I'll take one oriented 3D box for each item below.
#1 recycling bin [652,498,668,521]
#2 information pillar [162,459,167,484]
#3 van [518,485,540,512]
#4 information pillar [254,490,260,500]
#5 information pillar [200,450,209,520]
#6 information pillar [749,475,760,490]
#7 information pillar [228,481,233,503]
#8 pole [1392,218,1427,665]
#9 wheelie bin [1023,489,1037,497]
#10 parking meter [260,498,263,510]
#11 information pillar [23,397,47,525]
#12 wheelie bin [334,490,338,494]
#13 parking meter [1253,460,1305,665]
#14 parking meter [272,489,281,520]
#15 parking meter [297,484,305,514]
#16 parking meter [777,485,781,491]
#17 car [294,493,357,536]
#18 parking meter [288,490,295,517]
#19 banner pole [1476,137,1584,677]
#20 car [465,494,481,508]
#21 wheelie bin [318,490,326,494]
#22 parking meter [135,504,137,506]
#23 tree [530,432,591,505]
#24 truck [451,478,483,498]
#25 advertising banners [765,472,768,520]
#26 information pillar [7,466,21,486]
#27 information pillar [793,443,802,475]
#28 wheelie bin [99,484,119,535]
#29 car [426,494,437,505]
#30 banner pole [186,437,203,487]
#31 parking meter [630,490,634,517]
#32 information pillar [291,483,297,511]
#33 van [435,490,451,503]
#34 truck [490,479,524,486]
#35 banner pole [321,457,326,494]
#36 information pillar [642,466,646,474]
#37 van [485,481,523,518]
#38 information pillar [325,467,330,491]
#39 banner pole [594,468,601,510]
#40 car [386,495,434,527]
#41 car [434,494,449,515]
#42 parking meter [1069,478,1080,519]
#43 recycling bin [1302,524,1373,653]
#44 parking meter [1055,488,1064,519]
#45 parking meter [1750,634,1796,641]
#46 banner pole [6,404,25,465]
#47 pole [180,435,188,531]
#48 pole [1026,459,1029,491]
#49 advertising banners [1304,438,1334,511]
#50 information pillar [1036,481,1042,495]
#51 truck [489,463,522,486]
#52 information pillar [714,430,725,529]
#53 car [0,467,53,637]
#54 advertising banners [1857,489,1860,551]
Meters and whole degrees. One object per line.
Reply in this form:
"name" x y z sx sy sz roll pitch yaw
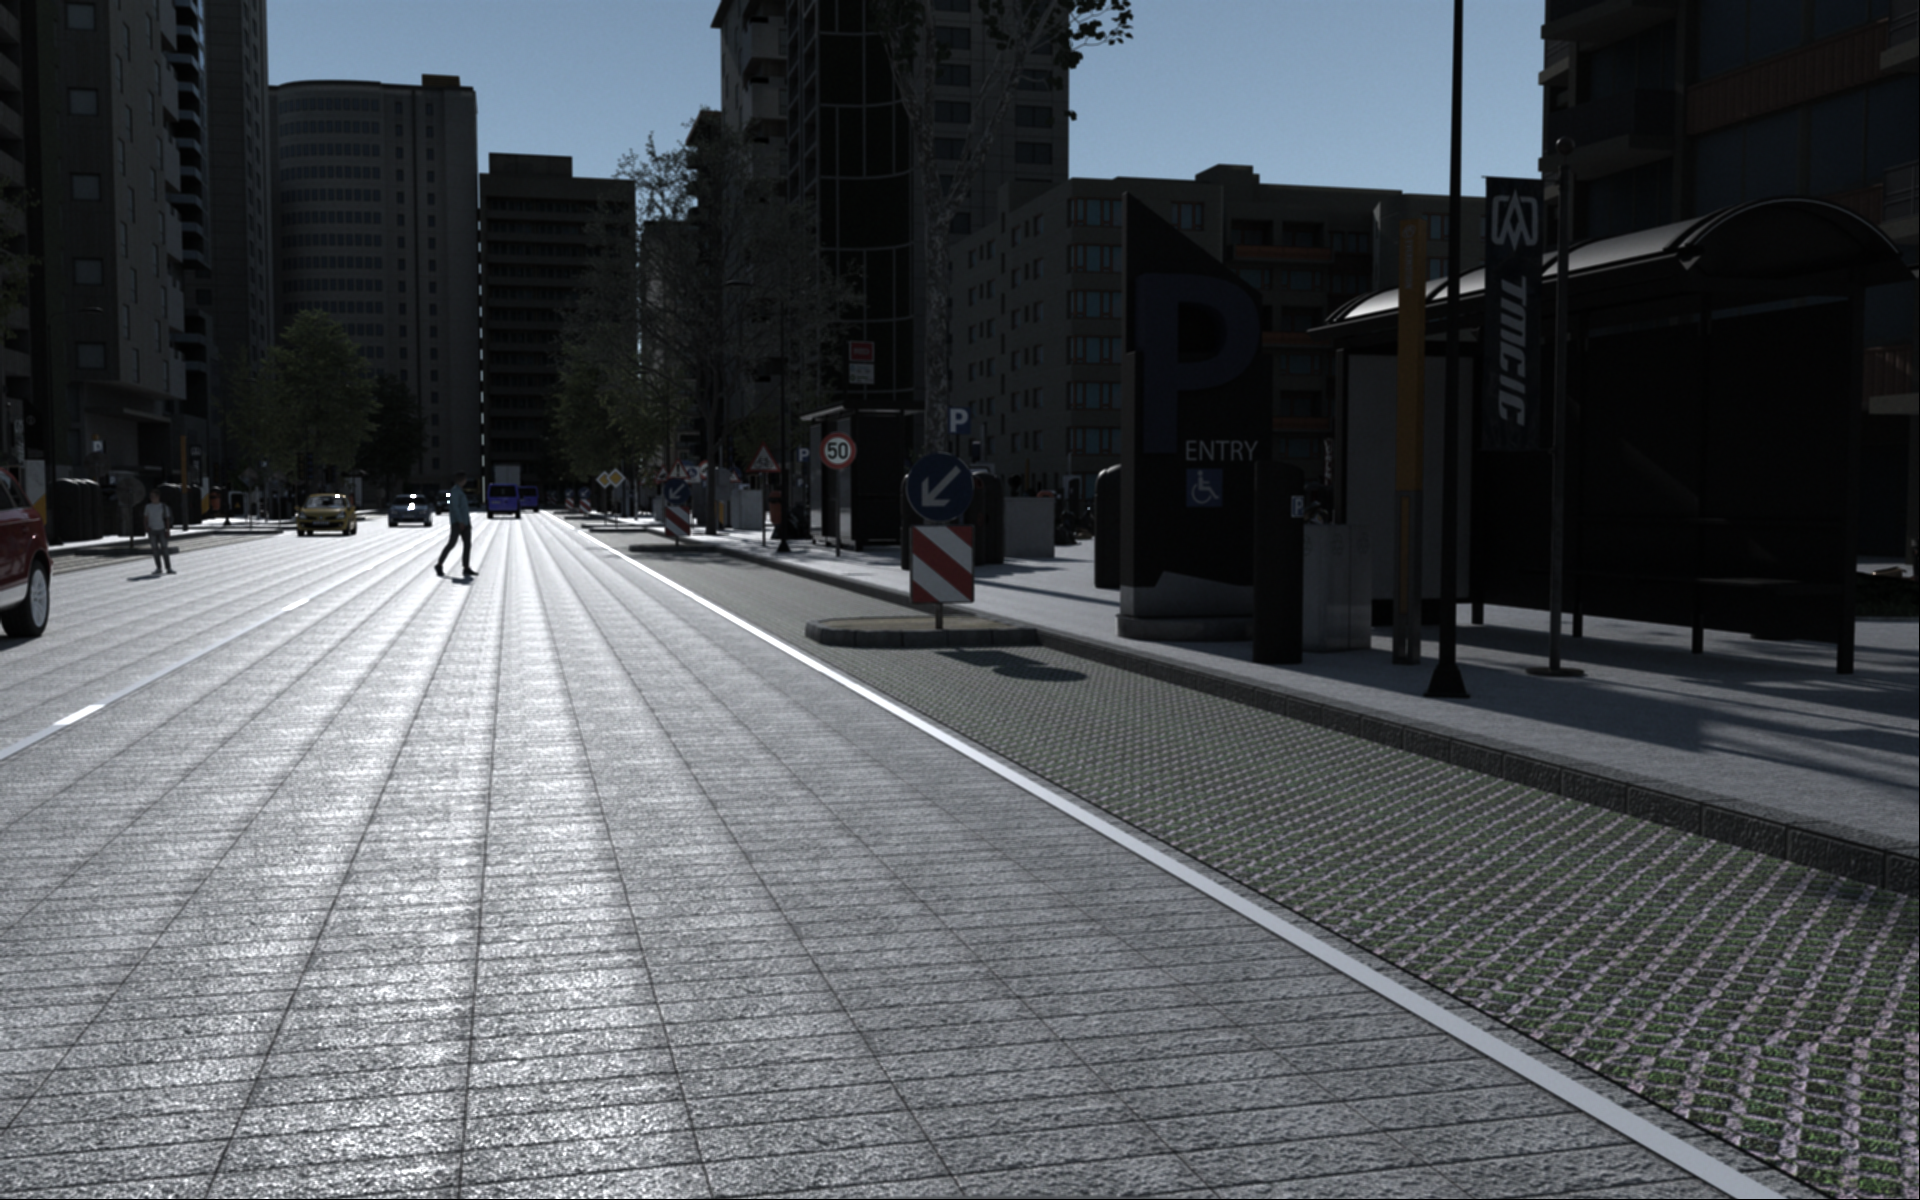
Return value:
"recycling bin" -14.192 -4.281 82.545 0.722 1.027 0.722 -1 4 -18
"information pillar" -53.349 -7.633 116.160 0.504 3.616 0.183 3 5 44
"van" -34.698 -8.191 138.299 2.240 2.365 5.245 -1 4 -16
"information pillar" -54.540 -7.941 134.332 0.304 2.012 0.304 0 4 3
"information pillar" -37.614 -5.799 86.168 0.504 3.616 0.183 1 4 18
"information pillar" -7.751 -3.727 65.421 0.304 2.012 0.304 1 4 19
"information pillar" -40.755 -5.641 96.727 0.304 2.012 0.304 -1 4 -16
"pole" 3.371 -1.170 12.976 0.158 3.312 0.155 0 3 0
"wheelie bin" 4.002 -5.568 98.947 0.693 1.594 0.980 3 5 43
"parking meter" -55.618 -8.082 137.846 0.399 1.863 0.255 1 4 10
"information pillar" -22.382 -3.090 41.881 0.183 3.616 0.504 2 4 26
"wheelie bin" -43.772 -6.992 122.233 0.693 1.594 0.980 2 4 34
"parking meter" 2.421 -0.291 13.162 0.372 1.533 0.369 0 3 0
"parking meter" -34.056 -4.763 86.288 0.372 1.533 0.369 0 3 0
"parking meter" -36.511 -5.528 96.087 0.255 1.863 0.399 3 4 38
"parking meter" -11.841 -6.617 113.903 0.399 1.863 0.255 2 4 32
"car" -22.175 -3.085 60.671 2.015 1.641 3.980 -1 4 -14
"parking meter" -37.749 -5.468 97.819 0.372 1.533 0.369 0 3 0
"banner pole" 4.019 -1.356 12.180 0.863 3.779 0.401 -1 4 -16
"car" -50.999 -10.329 180.670 2.131 1.459 4.920 -1 4 -13
"wheelie bin" -49.986 -7.810 135.598 0.980 1.594 0.693 0 4 3
"parking meter" -29.368 -3.238 61.344 0.372 1.533 0.369 0 3 0
"tree" -46.262 -17.679 206.054 9.611 12.733 9.660 0 3 0
"truck" -57.967 -12.737 204.166 3.469 3.379 9.791 -1 4 -14
"advertising banners" -9.739 -5.504 86.172 0.090 3.025 2.074 0 4 5
"information pillar" -24.688 -2.492 45.243 0.304 2.012 0.304 -2 4 -29
"information pillar" -7.419 -5.376 79.247 0.183 3.616 0.504 3 4 36
"wheelie bin" -26.841 -2.851 54.529 0.980 1.594 0.693 -2 4 -34
"car" -62.297 -11.941 205.025 2.009 1.686 4.222 -1 4 -14
"banner pole" -33.937 -5.296 76.614 0.863 3.779 0.401 -2 4 -33
"parking meter" -18.510 -5.482 98.040 0.372 1.533 0.369 0 3 0
"information pillar" -46.032 -7.049 119.747 0.304 2.012 0.304 -1 4 -16
"van" -50.769 -10.018 170.801 2.013 2.044 4.112 -1 4 -16
"truck" -47.005 -11.218 179.335 3.469 3.379 9.791 -1 4 -13
"banner pole" -43.031 -7.775 117.133 0.401 3.779 0.863 0 4 0
"information pillar" -26.331 -9.347 144.183 0.183 3.616 0.504 2 4 27
"van" -27.370 -6.088 103.923 2.240 2.365 5.245 -1 4 -13
"information pillar" -51.397 -9.129 140.617 0.504 3.616 0.183 1 4 14
"banner pole" -29.609 -9.309 142.211 0.863 3.779 0.401 0 4 -6
"car" -24.574 -4.004 77.465 2.014 1.417 4.499 -1 4 -15
"car" -35.474 -6.756 120.247 2.009 1.686 4.222 -1 4 -14
"parking meter" 4.254 -3.601 64.591 0.255 1.863 0.399 -2 4 -33
"recycling bin" 2.934 -0.113 14.399 0.722 1.027 0.722 -3 5 -43
"parking meter" 3.893 -3.626 67.703 0.372 1.533 0.369 0 3 0
"parking meter" 7.201 -0.421 15.288 0.372 1.533 0.369 0 3 0
"banner pole" -26.265 -3.562 48.259 0.401 3.779 0.863 1 4 19
"pole" -27.015 -4.065 60.308 0.158 3.312 0.155 0 3 0
"pole" 3.873 -6.480 99.790 0.158 3.312 0.155 0 3 0
"advertising banners" 11.665 -3.719 56.988 0.090 3.025 2.074 -1 4 -23
"information pillar" 4.565 -5.832 99.849 0.304 2.012 0.304 0 4 -8
"truck" -42.470 -10.588 162.030 2.839 4.237 11.283 -1 4 -16
"information pillar" -8.820 -4.374 62.868 0.504 3.616 0.183 0 4 -3
"car" -9.887 -0.431 15.723 2.281 1.827 5.304 -1 4 -13
"advertising banners" 12.393 -1.809 25.768 0.090 3.025 2.074 -2 4 -30
